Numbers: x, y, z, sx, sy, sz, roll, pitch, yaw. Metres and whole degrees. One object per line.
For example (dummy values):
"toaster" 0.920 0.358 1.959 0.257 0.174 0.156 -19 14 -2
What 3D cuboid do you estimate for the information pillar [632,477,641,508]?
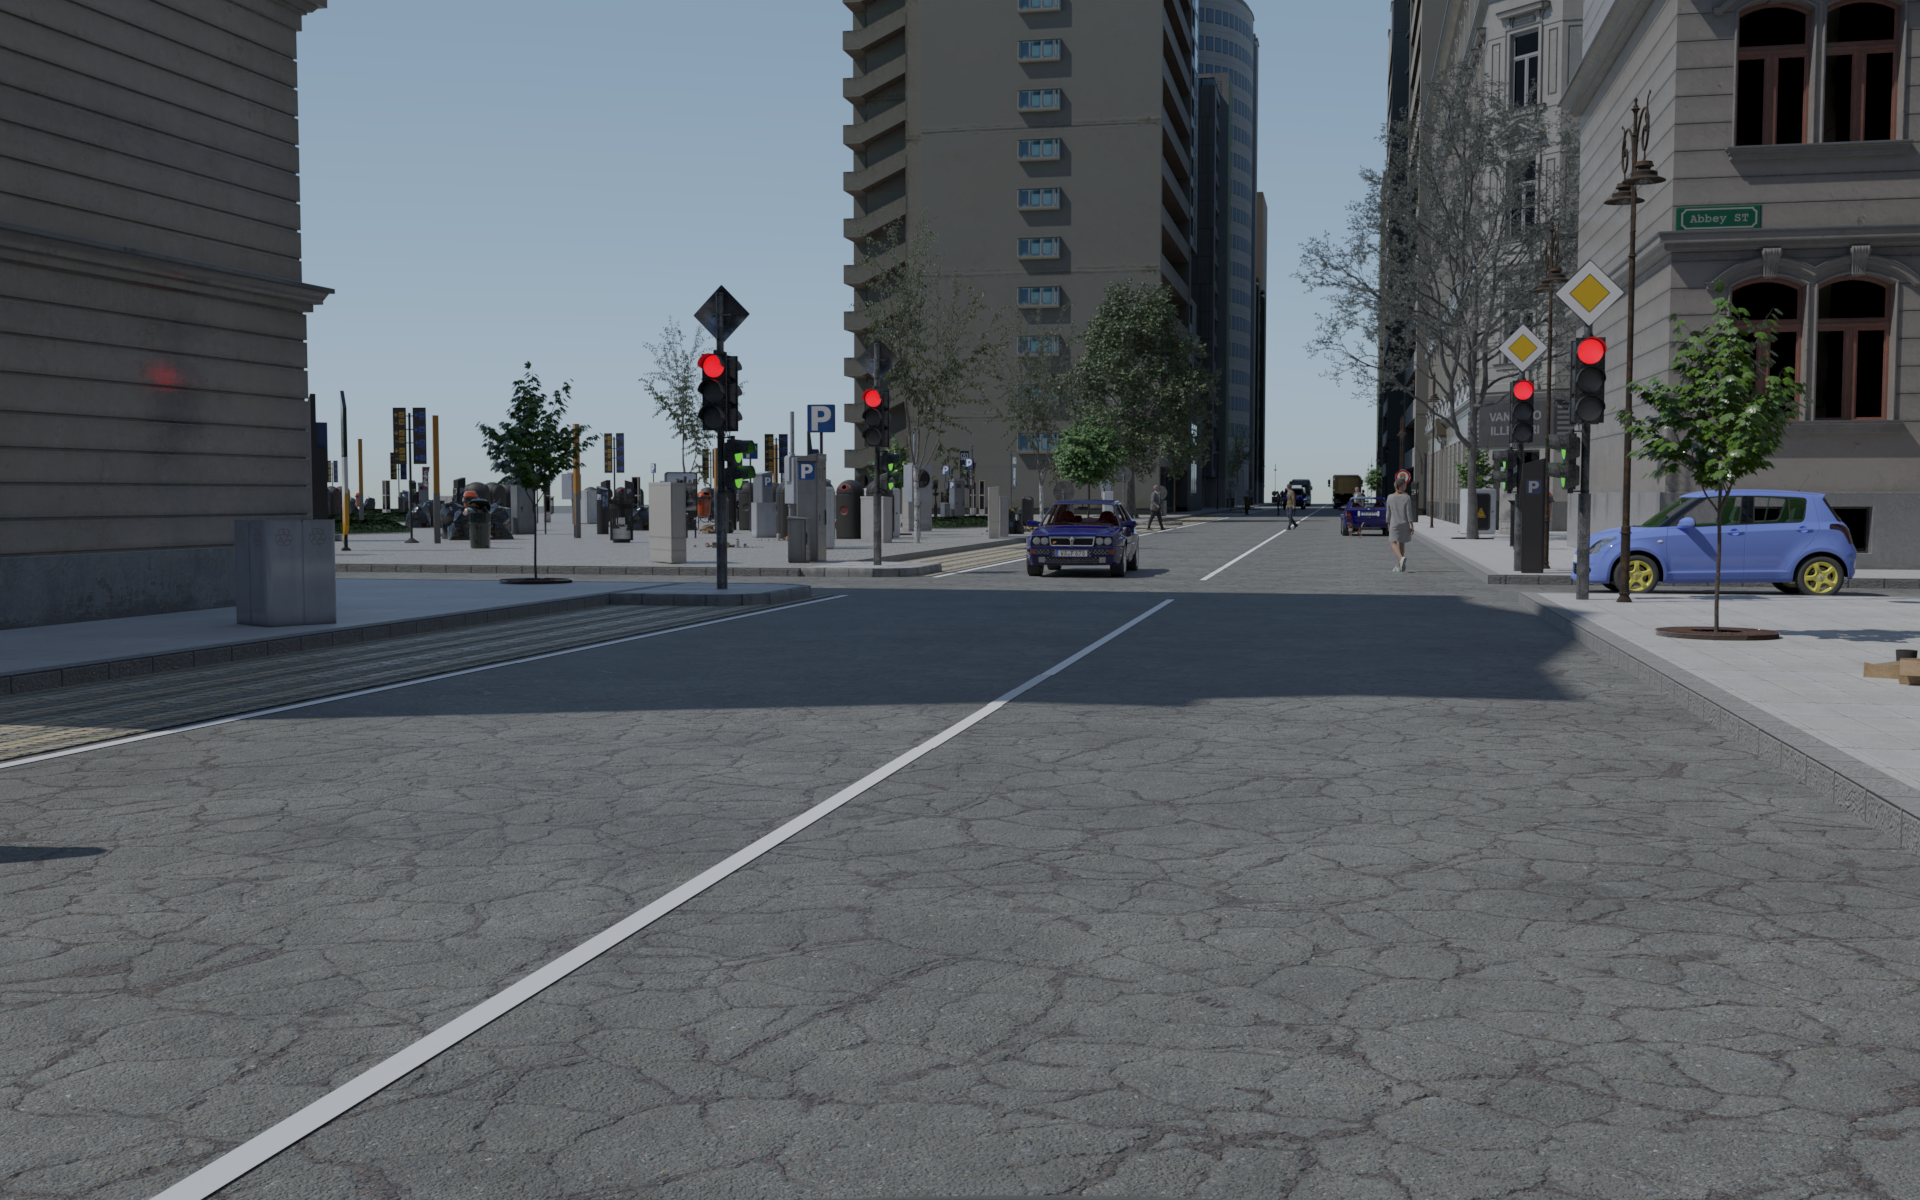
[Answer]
"information pillar" -13.746 -4.222 73.520 0.304 2.012 0.304 0 4 7

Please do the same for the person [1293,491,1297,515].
"person" 22.590 -6.587 117.670 0.593 1.643 0.415 0 4 -6

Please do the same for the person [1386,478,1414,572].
"person" 8.070 -1.372 31.686 0.466 1.731 0.760 0 4 -7

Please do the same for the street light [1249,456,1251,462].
"street light" 31.288 -13.144 187.691 0.468 5.910 1.993 1 4 12

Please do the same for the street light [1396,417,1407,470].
"street light" 26.458 -8.029 104.061 0.468 5.910 1.993 1 4 12

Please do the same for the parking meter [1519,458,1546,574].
"parking meter" 9.265 -1.367 28.066 0.399 1.863 0.255 1 4 16

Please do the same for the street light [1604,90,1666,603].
"street light" 7.880 -2.910 20.368 0.468 5.910 1.993 1 4 12

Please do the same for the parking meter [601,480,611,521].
"parking meter" -14.637 -4.027 71.552 0.399 1.863 0.255 3 4 37

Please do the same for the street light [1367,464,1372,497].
"street light" 60.599 -17.397 257.225 0.468 5.910 1.993 1 4 12

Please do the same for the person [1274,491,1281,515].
"person" 21.241 -6.480 115.922 0.415 1.643 0.593 -1 4 -15

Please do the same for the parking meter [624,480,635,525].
"parking meter" -13.749 -4.061 72.115 0.399 1.863 0.255 0 4 -4

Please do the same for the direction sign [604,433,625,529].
"direction sign" -12.820 -4.420 64.271 0.876 3.537 0.379 2 4 24

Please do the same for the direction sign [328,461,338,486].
"direction sign" -42.370 -7.643 116.966 0.876 3.537 0.379 1 4 17

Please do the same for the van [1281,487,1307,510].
"van" 30.956 -9.530 160.203 2.240 2.365 5.245 1 4 14

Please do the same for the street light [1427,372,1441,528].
"street light" 17.926 -5.679 65.634 0.468 5.910 1.993 1 4 12

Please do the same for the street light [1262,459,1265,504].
"street light" 39.227 -15.350 223.765 0.468 5.910 1.993 1 4 12

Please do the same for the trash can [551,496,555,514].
"trash can" -26.054 -6.001 109.777 0.748 1.137 0.748 0 3 0

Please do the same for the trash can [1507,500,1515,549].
"trash can" 13.112 -1.751 40.283 0.748 1.137 0.748 0 3 0

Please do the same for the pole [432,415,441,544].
"pole" -13.562 -3.120 44.853 0.158 3.312 0.155 0 3 0

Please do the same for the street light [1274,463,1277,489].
"street light" 47.295 -17.554 259.792 0.468 5.910 1.993 1 4 12

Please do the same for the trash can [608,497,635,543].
"trash can" -8.932 -2.082 45.698 0.748 1.137 0.748 0 3 0

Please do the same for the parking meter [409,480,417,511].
"parking meter" -23.062 -4.116 73.004 0.255 1.863 0.399 -2 4 -28

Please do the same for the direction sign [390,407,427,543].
"direction sign" -14.380 -3.261 45.321 0.876 3.537 0.379 0 4 3

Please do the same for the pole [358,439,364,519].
"pole" -22.101 -4.284 63.889 0.158 3.312 0.155 0 3 0

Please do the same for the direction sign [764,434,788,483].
"direction sign" -6.908 -4.476 65.179 0.876 3.537 0.379 0 4 -5

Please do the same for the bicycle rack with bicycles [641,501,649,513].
"bicycle rack with bicycles" -16.036 -4.649 89.386 2.852 0.926 2.925 -1 4 -18

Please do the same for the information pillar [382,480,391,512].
"information pillar" -30.531 -5.363 92.176 0.304 2.012 0.304 2 4 35

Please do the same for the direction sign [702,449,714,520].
"direction sign" -12.469 -5.792 86.698 0.876 3.537 0.379 -1 4 -23

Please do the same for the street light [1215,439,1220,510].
"street light" 21.216 -10.384 142.569 0.468 5.910 1.993 1 4 12

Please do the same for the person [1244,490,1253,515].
"person" 20.044 -6.803 120.460 0.721 1.736 1.217 3 4 38

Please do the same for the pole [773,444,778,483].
"pole" -7.579 -4.730 71.175 0.158 3.312 0.155 0 3 0

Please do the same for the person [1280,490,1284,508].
"person" 32.515 -10.159 174.601 1.348 1.824 0.705 1 4 18

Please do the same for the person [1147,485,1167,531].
"person" 7.699 -3.584 67.497 0.834 1.777 0.661 1 4 15

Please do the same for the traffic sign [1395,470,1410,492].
"traffic sign" 23.080 -5.517 90.306 0.768 2.556 0.104 1 4 22

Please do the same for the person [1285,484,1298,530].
"person" 13.276 -3.737 69.518 0.836 1.842 0.656 -3 5 -39

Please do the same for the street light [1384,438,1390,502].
"street light" 34.500 -10.233 140.094 0.468 5.910 1.993 1 4 12

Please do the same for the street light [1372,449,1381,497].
"street light" 44.517 -12.973 184.900 0.468 5.910 1.993 1 4 12

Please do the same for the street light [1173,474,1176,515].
"street light" 13.227 -8.180 106.525 0.468 5.910 1.993 1 4 12

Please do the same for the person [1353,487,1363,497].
"person" 19.669 -4.709 85.889 0.834 1.777 0.661 -3 5 -42

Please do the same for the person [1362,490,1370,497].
"person" 29.828 -7.253 127.620 0.750 1.759 0.617 -1 4 -10

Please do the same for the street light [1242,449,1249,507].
"street light" 29.190 -12.589 178.616 0.468 5.910 1.993 1 4 12

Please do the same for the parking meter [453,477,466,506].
"parking meter" -17.491 -3.354 60.542 0.255 1.863 0.399 3 4 37

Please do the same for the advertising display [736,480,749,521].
"advertising display" -10.367 -4.680 81.727 0.974 1.923 0.123 -3 5 -44

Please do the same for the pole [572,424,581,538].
"pole" -11.129 -3.452 50.287 0.158 3.312 0.155 0 3 0

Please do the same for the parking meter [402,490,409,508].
"parking meter" -33.876 -5.959 105.845 0.372 1.533 0.369 0 3 0

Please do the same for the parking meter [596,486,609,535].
"parking meter" -11.365 -2.854 55.069 0.372 1.533 0.369 0 3 0

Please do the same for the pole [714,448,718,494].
"pole" -10.756 -5.054 76.482 0.158 3.312 0.155 0 3 0

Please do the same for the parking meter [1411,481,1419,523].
"parking meter" 20.532 -4.434 78.203 0.255 1.863 0.399 2 4 34

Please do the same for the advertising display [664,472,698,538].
"advertising display" -8.113 -2.763 50.387 0.974 1.923 0.123 -2 4 -27

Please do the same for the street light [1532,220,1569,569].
"street light" 10.051 -3.473 29.564 0.468 5.910 1.993 1 4 12

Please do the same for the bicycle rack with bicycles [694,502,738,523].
"bicycle rack with bicycles" -11.313 -3.973 78.335 2.925 0.926 2.852 3 5 40

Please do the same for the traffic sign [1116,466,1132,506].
"traffic sign" 7.505 -4.852 79.442 0.768 2.556 0.104 1 4 19
